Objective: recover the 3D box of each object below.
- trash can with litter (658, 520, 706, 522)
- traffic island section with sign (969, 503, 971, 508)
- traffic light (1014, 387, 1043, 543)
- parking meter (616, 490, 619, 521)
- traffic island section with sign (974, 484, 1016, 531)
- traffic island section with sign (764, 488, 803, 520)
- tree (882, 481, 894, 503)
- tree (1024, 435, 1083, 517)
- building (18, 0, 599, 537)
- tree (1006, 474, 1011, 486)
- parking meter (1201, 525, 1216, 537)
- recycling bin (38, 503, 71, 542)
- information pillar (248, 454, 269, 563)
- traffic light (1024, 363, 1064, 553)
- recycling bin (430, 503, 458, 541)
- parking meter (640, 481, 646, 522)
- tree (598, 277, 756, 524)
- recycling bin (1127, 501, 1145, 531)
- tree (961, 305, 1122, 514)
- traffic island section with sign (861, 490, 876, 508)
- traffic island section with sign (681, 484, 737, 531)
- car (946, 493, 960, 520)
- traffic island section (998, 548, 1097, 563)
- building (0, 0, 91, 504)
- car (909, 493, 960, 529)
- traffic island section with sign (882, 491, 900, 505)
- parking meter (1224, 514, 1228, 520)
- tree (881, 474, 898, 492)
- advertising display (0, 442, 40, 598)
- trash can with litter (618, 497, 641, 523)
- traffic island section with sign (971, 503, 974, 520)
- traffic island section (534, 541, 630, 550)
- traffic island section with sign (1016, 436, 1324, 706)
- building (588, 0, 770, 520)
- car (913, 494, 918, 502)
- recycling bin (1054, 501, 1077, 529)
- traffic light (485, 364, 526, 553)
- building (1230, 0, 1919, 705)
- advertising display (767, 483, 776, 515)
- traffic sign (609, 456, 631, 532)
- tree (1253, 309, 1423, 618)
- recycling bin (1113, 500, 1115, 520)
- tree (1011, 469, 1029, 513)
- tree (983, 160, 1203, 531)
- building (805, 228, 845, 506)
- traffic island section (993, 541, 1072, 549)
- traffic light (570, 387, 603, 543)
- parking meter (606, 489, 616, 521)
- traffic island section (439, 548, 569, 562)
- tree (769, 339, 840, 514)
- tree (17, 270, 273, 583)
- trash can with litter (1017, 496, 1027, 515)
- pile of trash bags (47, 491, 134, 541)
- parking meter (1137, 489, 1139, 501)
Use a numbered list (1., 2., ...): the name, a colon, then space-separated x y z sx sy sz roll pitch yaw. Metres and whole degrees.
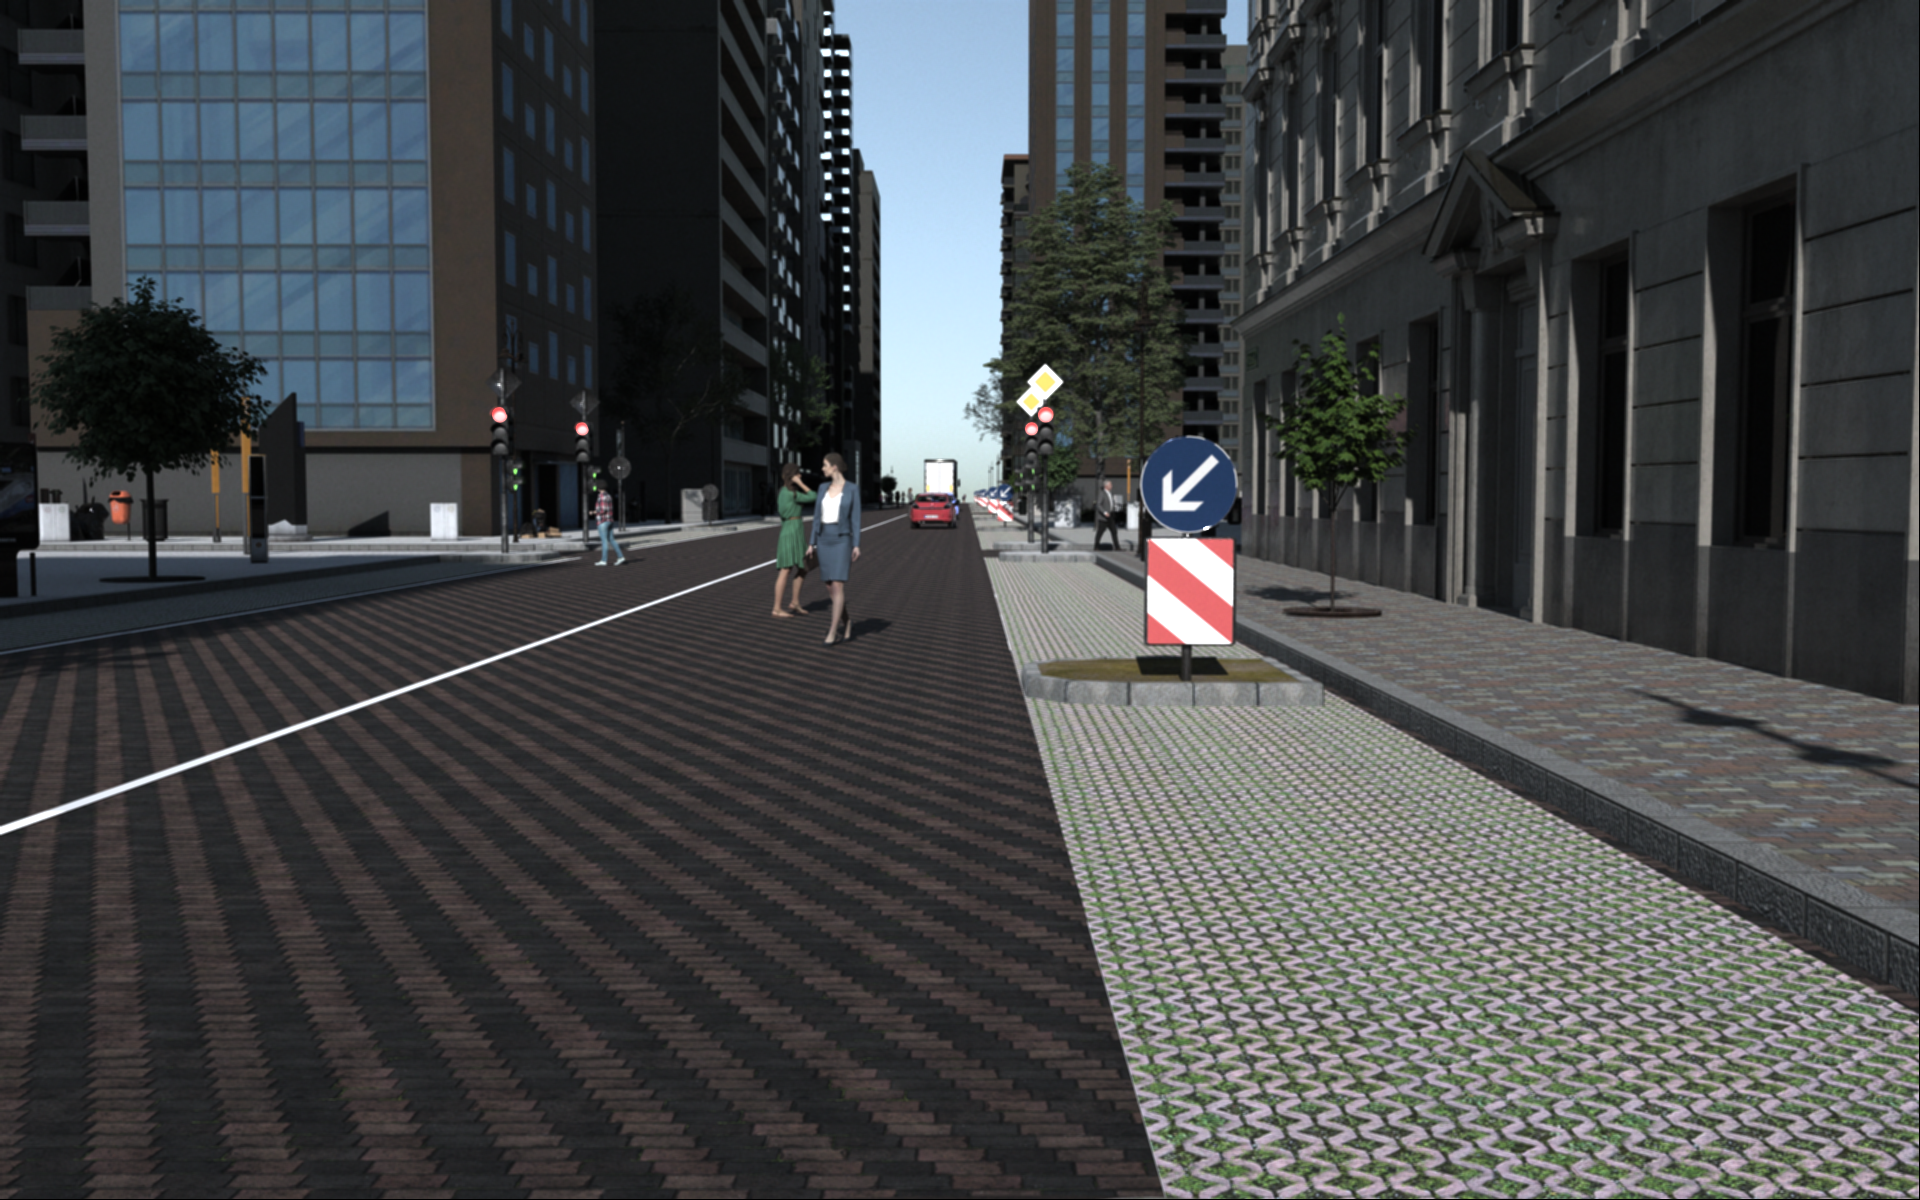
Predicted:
1. trash can with litter: -12.775 -4.207 79.847 2.233 1.210 1.678 1 4 10
2. traffic island section with sign: 1.905 -8.375 145.560 1.989 1.847 2.006 0 4 0
3. traffic light: 1.846 -3.454 45.390 0.839 4.253 0.868 0 4 0
4. parking meter: -16.360 -4.530 82.469 0.372 1.533 0.369 0 3 0
5. traffic island section with sign: 1.630 -3.577 67.119 1.989 1.847 2.006 0 4 0
6. traffic island section with sign: -9.686 -5.308 95.409 1.989 1.847 2.006 0 4 0
7. tree: -11.220 -16.476 263.988 1.663 3.219 1.824 0 3 0
8. tree: 5.250 -6.939 97.171 4.285 4.588 4.351 0 3 0
9. building: -20.630 -24.917 57.503 14.600 45.320 14.200 0 4 0
10. tree: 4.081 -8.605 135.300 1.663 3.219 1.824 0 3 0
11. parking meter: 6.987 -2.625 48.628 0.399 1.863 0.255 -3 4 -37
12. recycling bin: -24.337 -2.073 46.440 0.722 1.027 0.722 -3 5 -40
13. information pillar: -13.068 -1.698 32.262 0.304 2.012 0.304 -1 4 -17
14. traffic light: 1.818 -2.965 37.405 0.839 4.253 0.868 0 4 0
15. recycling bin: -14.235 -2.156 47.804 0.722 1.027 0.722 -1 4 -17
16. parking meter: -14.712 -4.569 80.418 0.255 1.863 0.399 0 4 -6
17. tree: -12.257 -8.520 73.707 8.767 10.594 7.601 2 4 26
18. recycling bin: 6.282 -2.976 61.210 0.722 1.027 0.722 1 4 10
19. tree: 5.354 -12.204 109.899 12.009 13.543 11.850 0 3 0
20. traffic island section with sign: -9.409 -10.001 172.151 1.989 1.847 2.006 0 4 0
21. traffic island section with sign: -9.782 -3.617 67.771 1.989 1.847 2.006 0 4 0
22. car: -0.952 -5.438 98.508 1.945 1.707 3.694 0 4 -2
23. traffic island section: 1.858 -0.932 37.518 2.009 0.180 2.903 0 4 0
24. building: -36.255 -22.557 52.399 14.086 41.232 14.154 0 4 0
25. car: -1.099 -3.897 72.754 2.155 1.783 4.494 0 4 2
26. traffic island section with sign: -9.229 -13.364 227.133 1.989 1.847 2.006 0 4 0
27. parking meter: 13.026 -4.633 84.166 0.372 1.533 0.369 0 3 0
28. tree: -11.500 -17.809 274.887 4.285 4.588 4.351 0 3 0
29. advertising display: -11.875 -0.990 21.399 0.123 1.923 0.974 2 4 29
30. trash can with litter: -14.630 -3.989 76.601 1.055 1.170 0.624 2 4 24
31. traffic island section with sign: 1.729 -5.265 94.710 1.989 1.847 2.006 0 4 0
32. traffic island section: -9.856 -1.423 45.549 2.009 0.180 2.903 0 4 0
33. traffic island section with sign: 1.454 -0.240 12.555 1.989 1.847 2.006 0 4 0
34. building: -22.438 -28.834 95.130 21.300 48.544 21.600 0 4 0
35. car: -4.930 -12.987 221.126 1.959 1.807 4.718 0 4 2
36. recycling bin: 3.935 -3.185 64.625 0.722 1.027 0.722 1 4 14
37. traffic light: -9.843 -2.967 37.429 0.839 4.253 0.868 0 4 0
38. building: 13.681 -14.521 13.840 17.030 29.872 44.131 0 4 0
39. advertising display: -11.410 -6.096 104.889 0.123 1.923 0.974 -2 4 -33
40. traffic sign: -11.502 -3.574 58.545 0.768 2.556 0.104 0 4 4
41. tree: 3.962 -1.445 18.220 1.663 3.219 1.824 0 3 0
42. recycling bin: 6.306 -3.809 74.826 0.722 1.027 0.722 0 4 7
43. tree: 4.721 -7.629 119.337 1.663 3.219 1.824 0 3 0
44. tree: 4.604 -8.671 59.900 7.486 12.596 7.792 0 3 0
45. building: -19.944 -25.381 186.677 14.160 30.474 14.107 0 4 0
46. traffic island section: 1.886 -1.420 45.503 2.009 0.180 2.903 0 4 0
47. traffic light: -9.816 -3.455 45.414 0.839 4.253 0.868 0 4 0
48. parking meter: -16.642 -4.504 82.048 0.372 1.533 0.369 0 3 0
49. traffic island section: -9.883 -0.935 37.564 2.009 0.180 2.903 0 4 0
50. tree: -11.633 -11.395 112.060 9.928 11.665 9.643 0 3 0
51. tree: -12.098 -2.564 25.642 4.285 4.588 4.351 0 3 0
52. trash can with litter: 3.812 -5.811 106.391 0.624 1.170 1.055 0 4 2
53. pile of trash bags: -24.358 -2.341 48.028 3.447 1.369 1.912 1 4 18
54. parking meter: 8.605 -4.524 82.384 0.372 1.533 0.369 0 3 0
